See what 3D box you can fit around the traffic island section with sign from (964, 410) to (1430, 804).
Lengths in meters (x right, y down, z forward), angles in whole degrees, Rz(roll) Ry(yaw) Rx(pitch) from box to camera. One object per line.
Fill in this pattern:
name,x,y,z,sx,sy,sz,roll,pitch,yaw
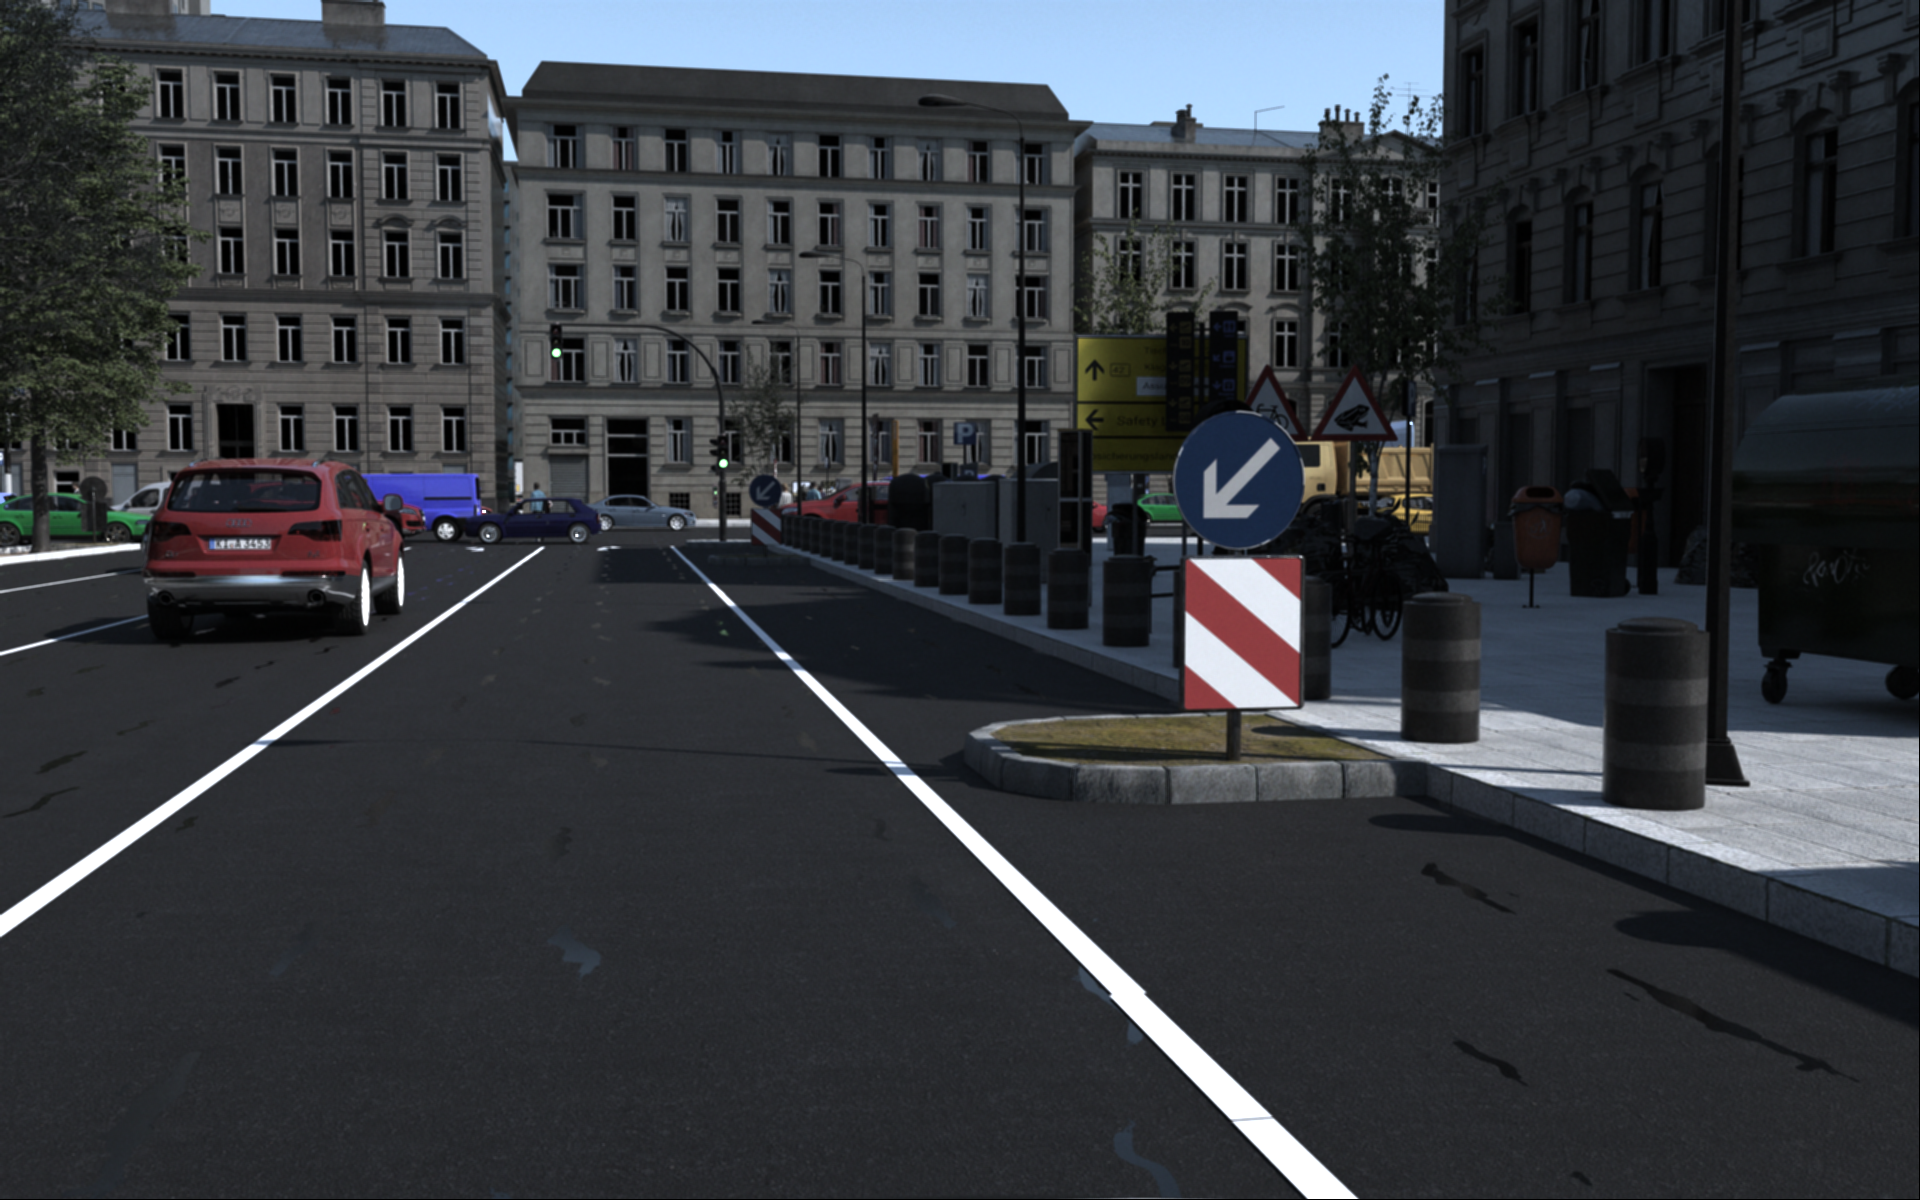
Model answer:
traffic island section with sign,1.080,-0.022,8.982,1.989,1.847,2.006,-1,4,-11

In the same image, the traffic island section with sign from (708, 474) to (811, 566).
traffic island section with sign,-4.162,-1.650,35.612,1.989,1.847,2.006,-1,4,-11

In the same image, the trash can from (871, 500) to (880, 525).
trash can,-2.064,-1.973,43.918,0.748,1.137,0.748,0,3,0

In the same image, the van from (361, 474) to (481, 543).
van,-16.975,-2.896,51.738,5.245,2.365,2.240,-1,4,-11

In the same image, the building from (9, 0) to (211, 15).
building,-75.924,-36.768,143.152,21.231,58.520,28.212,-1,4,-11

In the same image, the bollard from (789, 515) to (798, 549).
bollard,-3.755,-1.600,40.881,0.404,0.777,0.398,0,3,0

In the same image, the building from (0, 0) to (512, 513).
building,-36.080,-17.817,88.573,25.104,27.353,12.463,-1,4,-11

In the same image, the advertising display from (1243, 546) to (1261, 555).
advertising display,4.513,-1.300,26.463,0.123,1.923,0.974,-1,4,-16

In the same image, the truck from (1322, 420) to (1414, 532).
truck,21.783,-4.594,64.877,18.799,4.110,2.967,-1,4,-12

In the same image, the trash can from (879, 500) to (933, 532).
trash can,-0.839,-1.117,29.909,0.748,1.137,0.748,0,3,0

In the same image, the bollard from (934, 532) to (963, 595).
bollard,-0.069,-0.456,22.178,0.404,0.777,0.398,0,3,0

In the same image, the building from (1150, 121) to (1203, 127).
building,22.163,-30.292,187.158,23.993,40.220,32.217,-1,4,-11

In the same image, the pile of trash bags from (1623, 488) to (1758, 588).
pile of trash bags,10.703,-0.883,24.185,3.447,1.369,1.912,0,4,-7

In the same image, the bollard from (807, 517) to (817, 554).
bollard,-3.016,-1.372,37.144,0.404,0.777,0.398,0,3,0

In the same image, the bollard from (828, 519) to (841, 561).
bollard,-2.280,-1.143,33.404,0.404,0.777,0.398,0,3,0

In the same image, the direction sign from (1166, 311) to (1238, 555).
direction sign,3.001,-1.809,21.571,0.876,3.537,0.379,1,4,12

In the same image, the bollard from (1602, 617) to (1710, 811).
bollard,2.883,0.461,7.181,0.404,0.777,0.398,0,3,0

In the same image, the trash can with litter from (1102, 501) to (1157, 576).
trash can with litter,2.683,-0.956,27.024,0.624,1.170,1.055,2,4,27

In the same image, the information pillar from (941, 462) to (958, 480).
information pillar,-0.242,-2.177,40.084,0.304,2.012,0.304,2,4,28

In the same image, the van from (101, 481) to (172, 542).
van,-24.385,-2.795,52.707,4.112,2.044,2.013,-1,4,-12

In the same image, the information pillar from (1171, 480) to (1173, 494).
information pillar,11.243,-5.279,90.802,0.304,2.012,0.304,-2,4,-30

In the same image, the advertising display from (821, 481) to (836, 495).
advertising display,-6.397,-4.901,85.350,0.974,1.923,0.123,-2,4,-33

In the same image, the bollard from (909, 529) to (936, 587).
bollard,-0.438,-0.570,24.044,0.404,0.777,0.398,0,3,0

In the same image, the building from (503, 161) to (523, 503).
building,-66.073,-38.634,251.280,30.456,49.044,23.786,-1,4,-11

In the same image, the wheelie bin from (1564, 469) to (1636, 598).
wheelie bin,7.977,-0.844,21.707,0.980,1.594,0.693,-3,5,-42

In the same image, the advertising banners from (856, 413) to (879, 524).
advertising banners,-2.051,-2.589,38.514,0.090,3.025,2.074,-1,4,-16

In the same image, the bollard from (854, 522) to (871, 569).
bollard,-1.543,-0.914,29.663,0.404,0.777,0.398,0,3,0

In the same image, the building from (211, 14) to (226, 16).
building,-81.504,-33.526,171.853,21.600,48.544,21.300,-1,4,-11

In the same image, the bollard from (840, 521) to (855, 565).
bollard,-1.911,-1.029,31.534,0.404,0.777,0.398,0,3,0

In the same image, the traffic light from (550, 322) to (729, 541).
traffic light,-8.506,-4.390,46.445,4.771,5.953,1.251,-1,4,-11

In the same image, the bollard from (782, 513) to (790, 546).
bollard,-4.125,-1.716,42.767,0.404,0.777,0.398,0,3,0

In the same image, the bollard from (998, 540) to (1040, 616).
bollard,0.665,-0.228,18.444,0.404,0.777,0.398,0,3,0

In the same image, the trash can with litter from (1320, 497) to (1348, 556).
trash can with litter,8.140,-1.540,36.236,2.233,1.210,1.678,-2,4,-28

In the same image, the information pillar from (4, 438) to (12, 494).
information pillar,-38.791,-4.847,70.601,0.183,3.616,0.504,-1,4,-11

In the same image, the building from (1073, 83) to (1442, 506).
building,22.663,-17.243,101.001,34.723,24.649,14.460,-1,4,-11

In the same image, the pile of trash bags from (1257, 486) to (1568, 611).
pile of trash bags,5.043,-0.599,19.547,3.447,1.369,1.912,1,4,9

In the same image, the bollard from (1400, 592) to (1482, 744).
bollard,2.516,0.346,9.065,0.404,0.777,0.398,0,3,0

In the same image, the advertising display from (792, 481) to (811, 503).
advertising display,-7.868,-4.943,86.039,0.974,1.923,0.123,-1,4,-18

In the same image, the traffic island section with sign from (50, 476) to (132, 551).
traffic island section with sign,-22.308,-2.208,44.238,2.006,1.907,1.989,-1,4,-11

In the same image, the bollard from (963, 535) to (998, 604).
bollard,0.298,-0.342,20.311,0.404,0.777,0.398,0,3,0

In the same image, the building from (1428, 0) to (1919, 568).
building,16.594,-11.032,29.525,9.793,20.994,18.267,-1,4,-11

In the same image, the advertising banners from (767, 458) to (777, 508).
advertising banners,-9.187,-5.398,84.450,0.090,3.025,2.074,1,4,10

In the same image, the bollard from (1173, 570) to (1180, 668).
bollard,1.776,0.116,12.814,0.404,0.777,0.398,0,3,0

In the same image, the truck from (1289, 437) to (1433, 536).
truck,13.697,-3.822,58.408,9.791,3.379,3.469,-1,4,-11

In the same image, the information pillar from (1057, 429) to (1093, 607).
information pillar,1.305,-0.927,19.641,0.304,2.012,0.304,2,4,31

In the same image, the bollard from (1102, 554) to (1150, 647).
bollard,1.409,0.002,14.683,0.404,0.777,0.398,0,3,0

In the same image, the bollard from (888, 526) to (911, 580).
bollard,-0.808,-0.685,25.921,0.404,0.777,0.398,0,3,0

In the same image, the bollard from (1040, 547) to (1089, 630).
bollard,1.033,-0.113,16.563,0.404,0.777,0.398,0,3,0

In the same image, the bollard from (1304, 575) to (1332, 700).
bollard,2.142,0.231,10.934,0.404,0.777,0.398,0,3,0

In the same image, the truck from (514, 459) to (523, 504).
truck,-35.548,-9.489,144.052,2.839,4.237,11.283,-1,4,-12

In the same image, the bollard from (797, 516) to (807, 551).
bollard,-3.385,-1.486,39.012,0.404,0.777,0.398,0,3,0

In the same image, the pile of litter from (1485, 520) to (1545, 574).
pile of litter,9.119,-0.897,28.636,1.176,0.858,1.719,1,4,17

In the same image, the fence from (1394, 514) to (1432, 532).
fence,13.311,-2.166,50.781,2.069,0.683,0.278,0,4,-5

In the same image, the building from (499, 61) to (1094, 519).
building,-9.336,-16.063,95.913,30.059,22.955,16.112,-1,4,-11

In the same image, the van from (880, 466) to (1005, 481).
van,-1.151,-3.088,54.873,5.245,2.365,2.240,-1,4,-12

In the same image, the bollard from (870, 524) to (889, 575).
bollard,-1.175,-0.799,27.789,0.404,0.777,0.398,0,3,0

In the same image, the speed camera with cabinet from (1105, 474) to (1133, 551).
speed camera with cabinet,3.684,-2.794,40.020,0.660,3.252,2.038,0,4,4

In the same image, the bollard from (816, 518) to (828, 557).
bollard,-2.650,-1.257,35.270,0.404,0.777,0.398,0,3,0
